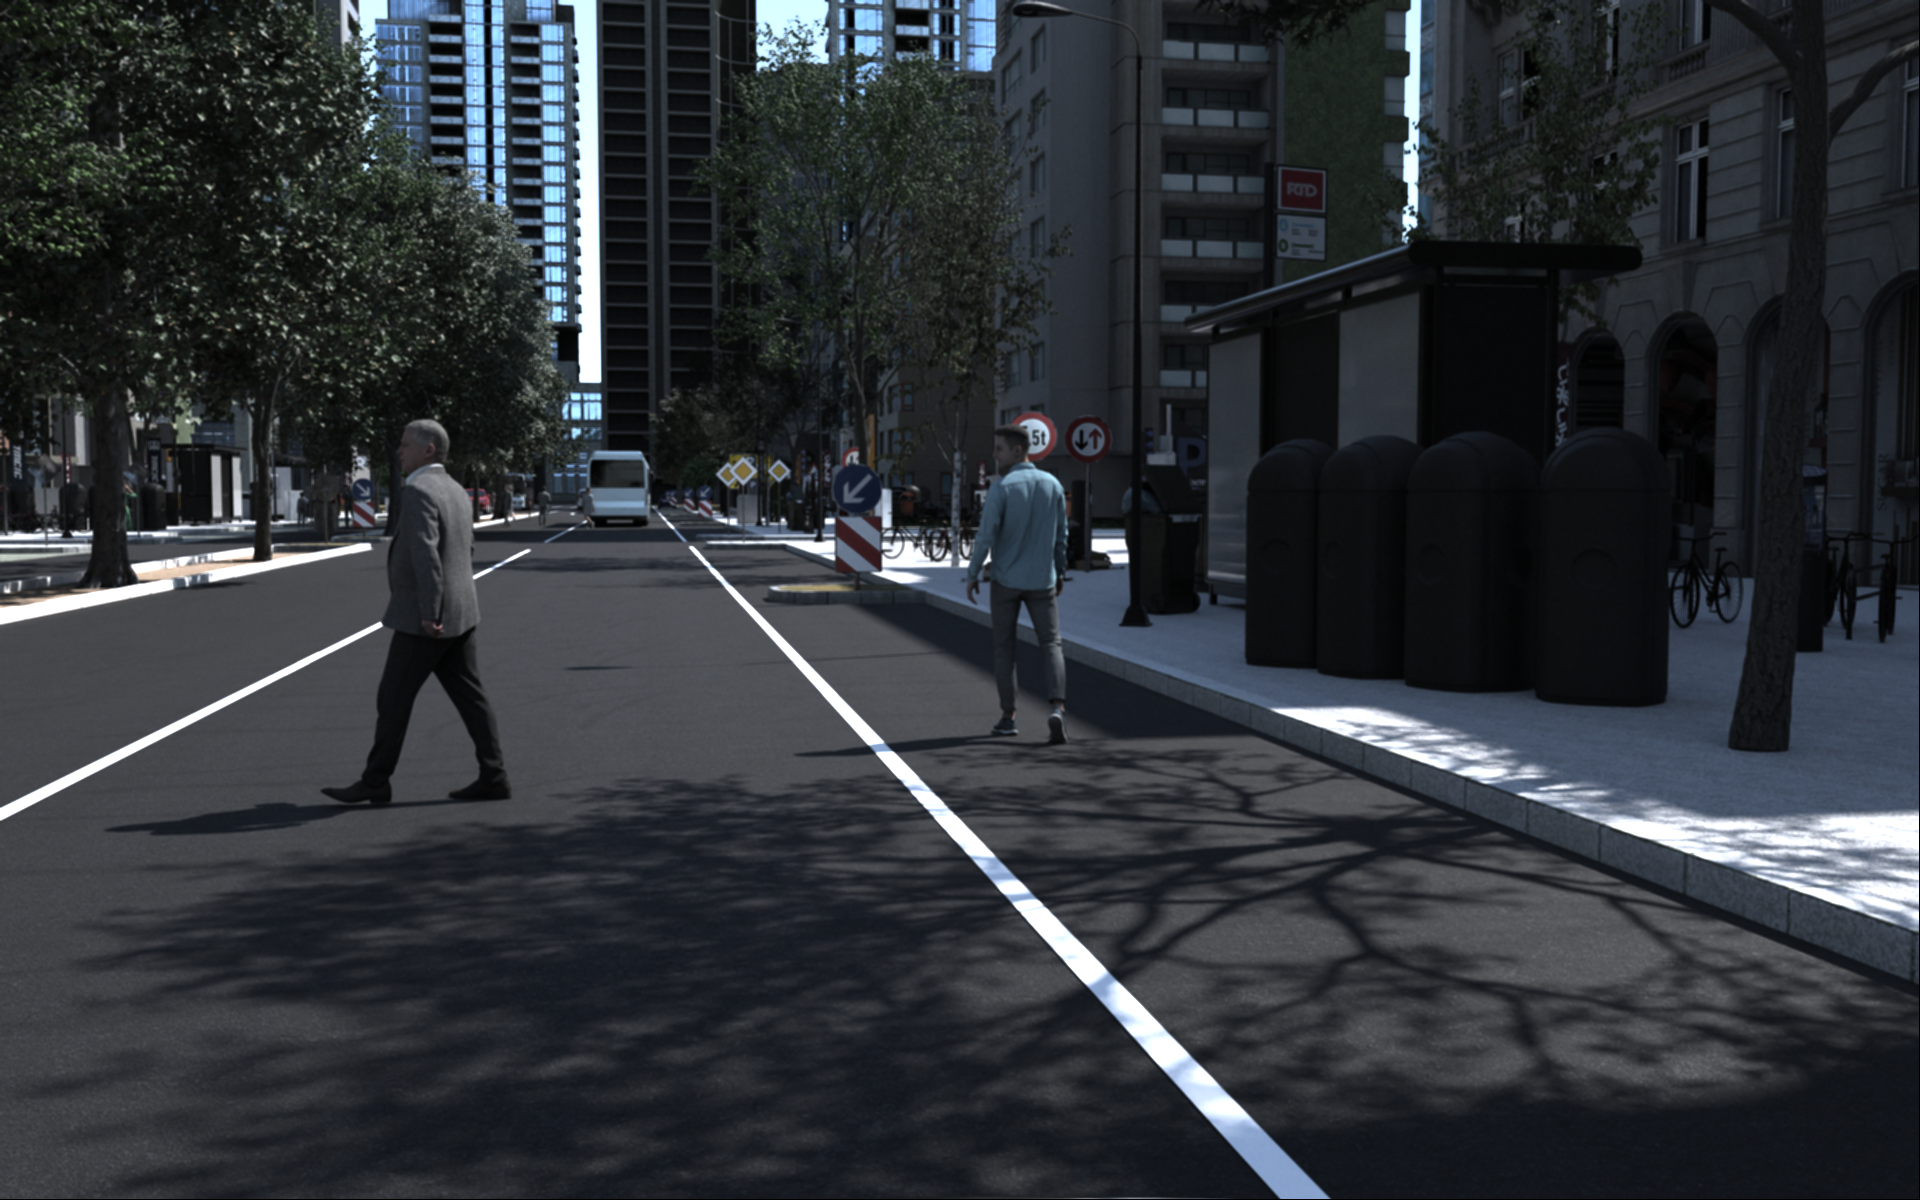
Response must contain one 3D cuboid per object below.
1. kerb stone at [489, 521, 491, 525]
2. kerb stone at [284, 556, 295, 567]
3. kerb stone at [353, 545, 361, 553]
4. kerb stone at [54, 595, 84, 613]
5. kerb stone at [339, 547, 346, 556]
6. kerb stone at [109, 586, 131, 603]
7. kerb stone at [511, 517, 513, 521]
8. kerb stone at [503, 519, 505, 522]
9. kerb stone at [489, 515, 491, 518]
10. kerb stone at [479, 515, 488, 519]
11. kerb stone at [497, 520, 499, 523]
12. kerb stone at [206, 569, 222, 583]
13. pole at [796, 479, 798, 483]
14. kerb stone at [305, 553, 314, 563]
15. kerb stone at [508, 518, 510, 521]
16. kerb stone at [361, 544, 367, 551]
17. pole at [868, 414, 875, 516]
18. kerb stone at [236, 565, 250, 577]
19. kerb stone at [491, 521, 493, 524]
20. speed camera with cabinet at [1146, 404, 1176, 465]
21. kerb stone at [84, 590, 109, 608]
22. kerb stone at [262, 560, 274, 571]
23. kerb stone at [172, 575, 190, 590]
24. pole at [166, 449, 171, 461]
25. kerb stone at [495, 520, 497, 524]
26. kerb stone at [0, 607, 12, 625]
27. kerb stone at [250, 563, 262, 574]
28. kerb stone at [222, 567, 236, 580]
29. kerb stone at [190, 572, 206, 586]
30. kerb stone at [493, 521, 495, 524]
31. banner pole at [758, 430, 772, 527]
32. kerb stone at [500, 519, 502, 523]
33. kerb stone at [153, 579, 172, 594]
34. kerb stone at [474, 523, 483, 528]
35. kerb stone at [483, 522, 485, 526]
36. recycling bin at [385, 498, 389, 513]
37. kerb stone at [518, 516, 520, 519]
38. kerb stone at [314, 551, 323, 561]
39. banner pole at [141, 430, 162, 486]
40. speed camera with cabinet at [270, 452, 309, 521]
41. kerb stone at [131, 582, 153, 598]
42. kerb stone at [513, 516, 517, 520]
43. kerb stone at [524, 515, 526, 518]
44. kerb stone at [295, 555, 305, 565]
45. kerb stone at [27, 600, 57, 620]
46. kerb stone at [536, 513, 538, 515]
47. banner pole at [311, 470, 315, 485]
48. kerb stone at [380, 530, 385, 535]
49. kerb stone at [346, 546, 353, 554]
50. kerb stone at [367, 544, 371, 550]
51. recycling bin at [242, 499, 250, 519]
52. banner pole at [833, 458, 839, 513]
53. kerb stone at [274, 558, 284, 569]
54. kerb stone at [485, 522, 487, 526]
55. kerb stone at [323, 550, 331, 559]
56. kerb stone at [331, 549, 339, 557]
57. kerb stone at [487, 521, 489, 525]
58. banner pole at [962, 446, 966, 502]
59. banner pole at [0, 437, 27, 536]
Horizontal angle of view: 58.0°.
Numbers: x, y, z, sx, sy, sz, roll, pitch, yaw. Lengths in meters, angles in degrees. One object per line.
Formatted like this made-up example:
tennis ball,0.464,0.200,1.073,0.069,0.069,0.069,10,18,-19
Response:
kerb stone,-21.660,-3.487,79.202,0.120,0.150,1.000,-1,4,-10
kerb stone,-13.396,-0.741,34.312,0.120,0.150,1.000,-1,4,-10
kerb stone,-14.869,-1.233,42.361,0.120,0.150,1.000,-1,4,-10
kerb stone,-10.978,0.061,21.194,0.120,0.150,1.000,-1,4,-10
kerb stone,-14.505,-1.108,40.349,0.120,0.150,1.000,-1,4,-10
kerb stone,-11.348,-0.059,23.209,0.120,0.150,1.000,-1,4,-10
kerb stone,-24.065,-4.289,92.313,0.120,0.150,1.000,-1,4,-10
kerb stone,-23.130,-3.977,87.255,0.120,0.150,1.000,-1,4,-10
kerb stone,-28.169,-4.940,102.988,0.120,0.150,1.000,-1,4,-10
kerb stone,-27.797,-4.815,100.978,0.120,0.150,1.000,-1,4,-10
kerb stone,-22.395,-3.733,83.225,0.120,0.150,1.000,-1,4,-10
kerb stone,-12.273,-0.371,28.255,0.120,0.150,1.000,-1,4,-10
pole,-8.217,-5.750,87.859,0.158,3.312,0.155,0,3,0
kerb stone,-13.760,-0.864,36.325,0.120,0.150,1.000,-1,4,-10
kerb stone,-23.700,-4.160,90.282,0.120,0.150,1.000,-1,4,-10
kerb stone,-15.056,-1.294,43.365,0.120,0.150,1.000,-1,4,-10
pole,-2.266,-3.084,44.266,0.158,3.312,0.155,0,3,0
kerb stone,-12.645,-0.495,30.285,0.120,0.150,1.000,-1,4,-10
kerb stone,-21.842,-3.548,80.208,0.120,0.150,1.000,-1,4,-10
speed camera with cabinet,4.435,-2.729,38.951,0.660,3.252,2.038,0,4,2
kerb stone,-11.158,0.002,22.200,0.120,0.150,1.000,-1,4,-10
kerb stone,-13.019,-0.607,32.304,0.120,0.150,1.000,-1,4,-10
kerb stone,-11.902,-0.248,26.243,0.120,0.150,1.000,-1,4,-10
pole,-34.657,-5.019,75.901,0.158,3.312,0.155,0,3,0
kerb stone,-22.212,-3.666,82.220,0.120,0.150,1.000,-1,4,-10
kerb stone,-10.602,0.184,19.185,0.120,0.150,1.000,-1,4,-10
kerb stone,-12.831,-0.555,31.290,0.120,0.150,1.000,-1,4,-10
kerb stone,-12.464,-0.433,29.279,0.120,0.150,1.000,-1,4,-10
kerb stone,-12.093,-0.305,27.247,0.120,0.150,1.000,-1,4,-10
kerb stone,-22.034,-3.610,81.213,0.120,0.150,1.000,-1,4,-10
banner pole,-7.693,-4.760,67.845,0.401,3.779,0.863,-3,4,-38
kerb stone,-22.773,-3.856,85.238,0.120,0.150,1.000,-1,4,-10
kerb stone,-11.710,-0.181,25.233,0.120,0.150,1.000,-1,4,-10
kerb stone,-20.911,-3.228,75.175,0.120,0.150,1.000,-1,4,-10
kerb stone,-21.103,-3.295,76.180,0.120,0.150,1.000,-1,4,-10
recycling bin,-39.075,-6.516,119.094,0.722,1.027,0.722,-3,4,-36
kerb stone,-24.998,-4.597,97.353,0.120,0.150,1.000,-1,4,-10
kerb stone,-13.945,-0.923,37.330,0.120,0.150,1.000,-1,4,-10
banner pole,-31.502,-4.734,67.419,0.863,3.779,0.401,-2,4,-32
speed camera with cabinet,-32.363,-5.426,83.047,0.660,3.252,2.038,3,5,42
kerb stone,-11.533,-0.124,24.225,0.120,0.150,1.000,-1,4,-10
kerb stone,-24.625,-4.472,95.329,0.120,0.150,1.000,-1,4,-10
kerb stone,-25.931,-4.905,102.397,0.120,0.150,1.000,-1,4,-10
kerb stone,-13.578,-0.801,35.319,0.120,0.150,1.000,-1,4,-10
kerb stone,-10.787,0.134,20.191,0.120,0.150,1.000,-1,4,-10
kerb stone,-28.154,-5.644,114.501,0.120,0.150,1.000,-1,4,-10
banner pole,-38.297,-6.886,102.603,0.401,3.779,0.863,0,4,-5
kerb stone,-20.370,-2.351,60.658,0.120,0.150,1.000,-1,4,-10
kerb stone,-14.691,-1.169,41.354,0.120,0.150,1.000,-1,4,-10
kerb stone,-15.241,-1.356,44.373,0.120,0.150,1.000,-1,4,-10
recycling bin,-36.758,-4.711,89.575,0.722,1.027,0.722,-2,4,-26
banner pole,-8.567,-7.936,119.765,0.401,3.779,0.863,-2,4,-35
kerb stone,-13.209,-0.678,33.308,0.120,0.150,1.000,-1,4,-10
kerb stone,-21.289,-3.363,77.185,0.120,0.150,1.000,-1,4,-10
kerb stone,-14.126,-0.987,38.336,0.120,0.150,1.000,-1,4,-10
kerb stone,-14.322,-1.049,39.343,0.120,0.150,1.000,-1,4,-10
kerb stone,-21.467,-3.425,78.196,0.120,0.150,1.000,-1,4,-10
banner pole,0.203,-5.982,87.828,0.401,3.779,0.863,-1,4,-13
banner pole,-29.036,-3.857,53.077,0.401,3.779,0.863,3,5,42
